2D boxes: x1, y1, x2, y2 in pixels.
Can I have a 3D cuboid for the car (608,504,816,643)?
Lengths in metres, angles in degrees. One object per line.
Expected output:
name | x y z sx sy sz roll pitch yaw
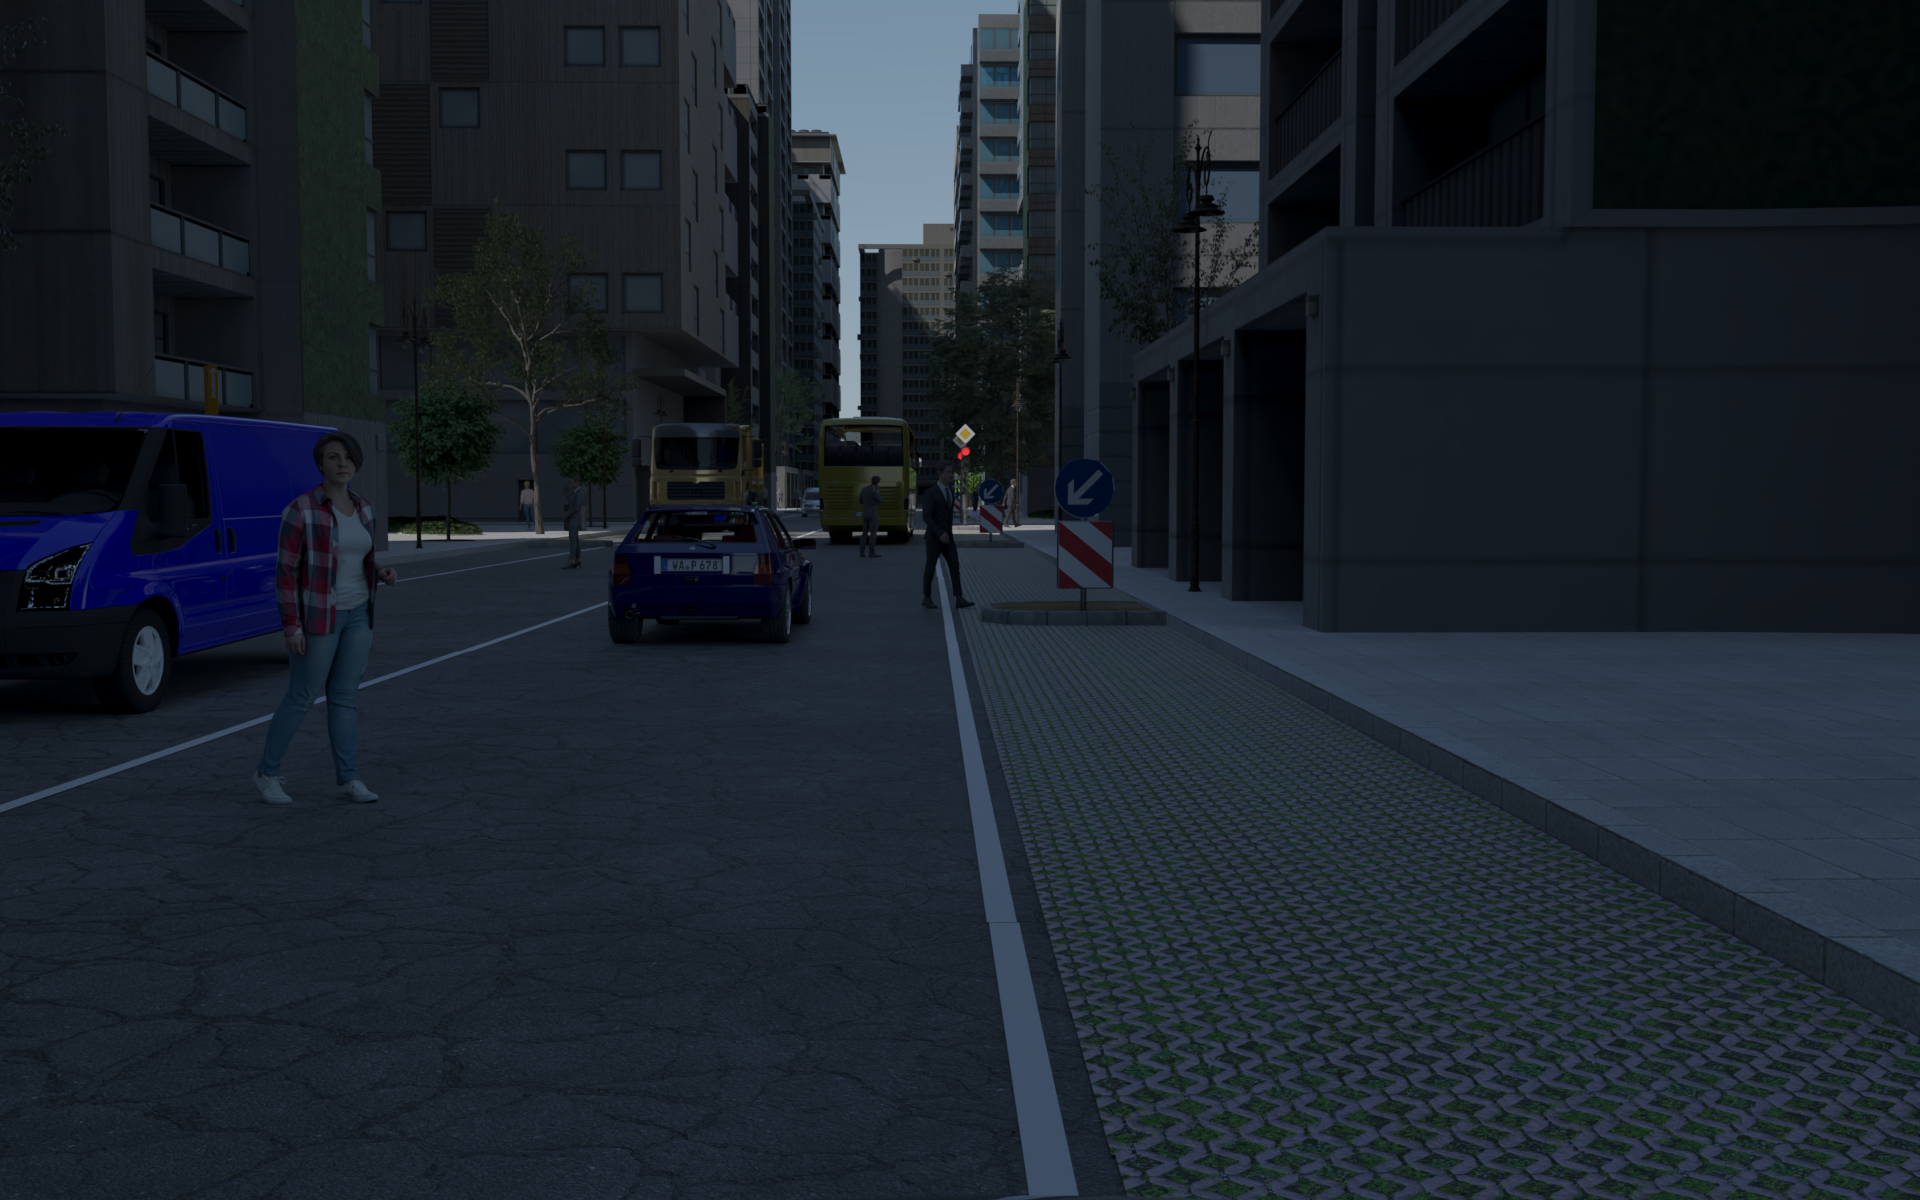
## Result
car | -2.503 -0.330 17.978 1.945 1.354 3.894 0 4 0

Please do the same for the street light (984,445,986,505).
street light | 1.547 -8.141 105.889 0.468 5.910 1.993 0 4 -1

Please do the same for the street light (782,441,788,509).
street light | -14.949 -10.734 148.288 0.468 5.910 1.993 0 4 -1

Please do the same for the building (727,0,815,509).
building | -26.032 -45.498 182.149 20.563 71.187 20.611 0 4 -1

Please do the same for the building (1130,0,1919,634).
building | 13.457 -35.494 18.587 20.563 71.187 20.611 0 4 -1

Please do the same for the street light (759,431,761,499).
street light | -14.388 -9.301 124.855 0.468 5.910 1.993 0 4 -1

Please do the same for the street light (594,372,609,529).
street light | -13.169 -5.583 64.065 0.468 5.910 1.993 0 4 -1

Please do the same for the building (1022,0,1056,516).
building | 10.800 -25.863 106.461 14.154 41.232 14.086 0 4 -1

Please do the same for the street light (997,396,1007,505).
street light | 1.971 -6.684 82.063 0.468 5.910 1.993 0 4 -1

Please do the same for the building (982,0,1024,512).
building | 13.403 -50.333 135.622 22.319 86.520 31.000 0 4 -1

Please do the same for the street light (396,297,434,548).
street light | -12.776 -4.156 40.735 0.468 5.910 1.993 0 4 -1

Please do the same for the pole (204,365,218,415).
pole | -11.879 -2.061 27.546 0.158 3.312 0.155 0 3 0

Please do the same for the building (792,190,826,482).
building | -28.812 -31.830 212.304 23.993 40.220 32.217 0 4 -1

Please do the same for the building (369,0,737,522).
building | -26.077 -30.560 88.895 28.713 52.752 27.495 0 4 -1

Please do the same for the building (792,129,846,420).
building | -28.576 -40.384 249.521 27.495 52.752 28.713 0 4 -1

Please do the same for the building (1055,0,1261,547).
building | 13.566 -31.334 54.311 21.231 58.520 28.212 0 4 -1

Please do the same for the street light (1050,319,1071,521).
street light | 2.654 -4.467 45.828 0.468 5.910 1.993 0 4 -1

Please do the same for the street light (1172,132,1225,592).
street light | 3.088 -3.048 22.618 0.468 5.910 1.993 0 4 -1

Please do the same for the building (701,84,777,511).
building | -20.663 -21.448 122.377 14.160 30.474 14.107 0 4 -1

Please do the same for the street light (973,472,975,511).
street light | 1.019 -9.560 129.097 0.468 5.910 1.993 0 4 -1

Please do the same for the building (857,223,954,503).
building | -2.704 -34.233 251.591 23.993 40.220 32.217 0 4 -1

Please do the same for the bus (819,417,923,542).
bus | -2.716 -3.841 54.345 2.896 3.916 12.252 0 4 0

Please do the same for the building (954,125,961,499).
building | 10.044 -36.323 217.579 21.300 48.544 21.600 0 4 -1

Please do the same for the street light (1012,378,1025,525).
street light | 2.298 -5.887 69.040 0.468 5.910 1.993 0 4 -1

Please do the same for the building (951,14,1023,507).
building | 11.022 -34.123 177.515 23.786 49.044 30.456 0 4 -1

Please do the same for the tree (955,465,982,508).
tree | 0.928 -10.753 159.532 4.285 4.588 4.351 0 3 0

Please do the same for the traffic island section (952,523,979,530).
traffic island section | 0.080 -3.383 77.600 2.009 0.180 2.903 0 4 -1

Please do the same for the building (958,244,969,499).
building | 6.762 -26.210 200.242 14.160 30.474 14.107 0 4 -1

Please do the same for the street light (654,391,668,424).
street light | -13.367 -6.408 77.564 0.468 5.910 1.993 0 4 -1

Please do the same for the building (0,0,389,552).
building | -19.788 -21.241 30.891 14.154 41.232 14.086 0 4 -1

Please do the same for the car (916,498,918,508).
car | -5.333 -10.267 179.863 2.014 1.417 4.499 0 4 -3

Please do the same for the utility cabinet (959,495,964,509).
utility cabinet | 0.119 -8.456 149.418 0.306 1.237 1.020 0 4 -5
